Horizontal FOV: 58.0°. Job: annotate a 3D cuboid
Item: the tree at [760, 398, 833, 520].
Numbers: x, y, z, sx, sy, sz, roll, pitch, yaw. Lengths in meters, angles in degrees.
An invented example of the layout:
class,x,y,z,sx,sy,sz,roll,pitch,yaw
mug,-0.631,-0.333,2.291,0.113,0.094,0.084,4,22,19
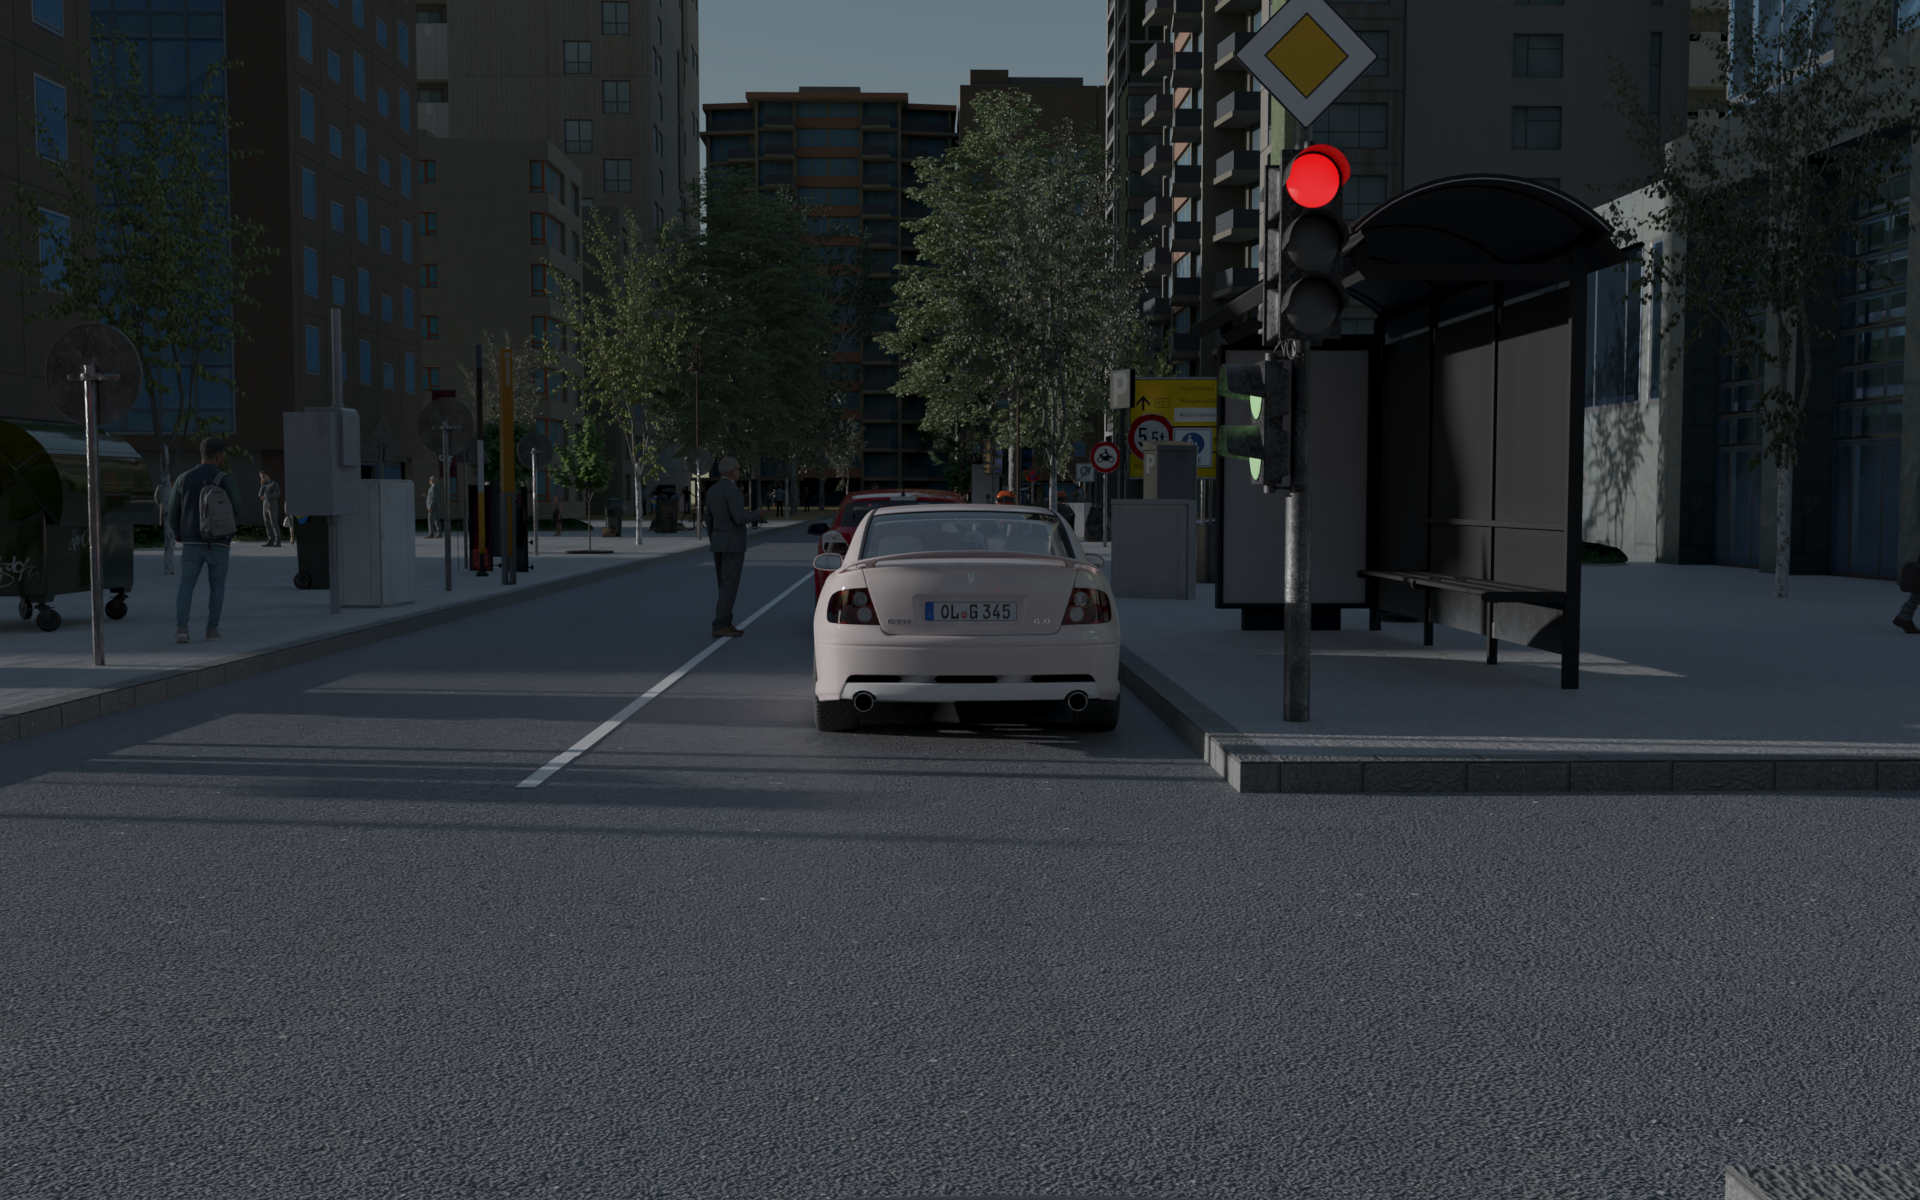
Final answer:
class,x,y,z,sx,sy,sz,roll,pitch,yaw
tree,-8.857,-8.297,86.022,4.360,8.622,3.978,0,3,0

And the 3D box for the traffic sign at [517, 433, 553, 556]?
class,x,y,z,sx,sy,sz,roll,pitch,yaw
traffic sign,-8.804,-2.190,35.906,0.768,2.556,0.104,0,4,6

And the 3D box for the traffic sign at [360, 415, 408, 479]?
class,x,y,z,sx,sy,sz,roll,pitch,yaw
traffic sign,-9.557,-1.751,28.630,0.884,2.594,0.081,0,4,8

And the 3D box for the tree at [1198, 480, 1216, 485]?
class,x,y,z,sx,sy,sz,roll,pitch,yaw
tree,9.294,-4.626,59.354,4.285,4.588,4.351,0,3,0

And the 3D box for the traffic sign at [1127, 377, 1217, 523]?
class,x,y,z,sx,sy,sz,roll,pitch,yaw
traffic sign,4.040,-2.217,30.118,2.265,3.308,0.079,0,4,2

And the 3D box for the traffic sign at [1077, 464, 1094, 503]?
class,x,y,z,sx,sy,sz,roll,pitch,yaw
traffic sign,4.202,-3.431,58.233,0.606,2.300,0.079,0,4,-1

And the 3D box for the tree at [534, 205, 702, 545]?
class,x,y,z,sx,sy,sz,roll,pitch,yaw
tree,-8.306,-5.703,43.610,4.737,8.622,4.395,0,3,0

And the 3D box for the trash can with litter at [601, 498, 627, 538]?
class,x,y,z,sx,sy,sz,roll,pitch,yaw
trash can with litter,-10.280,-2.446,51.379,0.624,1.170,1.055,0,4,1

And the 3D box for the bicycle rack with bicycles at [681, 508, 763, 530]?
class,x,y,z,sx,sy,sz,roll,pitch,yaw
bicycle rack with bicycles,-8.668,-3.050,63.249,2.925,0.926,2.852,0,4,-7

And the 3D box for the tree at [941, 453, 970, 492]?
class,x,y,z,sx,sy,sz,roll,pitch,yaw
tree,0.139,-9.215,134.384,4.285,4.588,4.351,0,3,0

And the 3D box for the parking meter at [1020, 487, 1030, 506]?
class,x,y,z,sx,sy,sz,roll,pitch,yaw
parking meter,2.326,-3.306,62.466,0.372,1.533,0.369,0,3,0

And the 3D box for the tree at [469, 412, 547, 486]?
class,x,y,z,sx,sy,sz,roll,pitch,yaw
tree,-17.276,-5.002,65.491,4.285,4.588,4.351,0,3,0

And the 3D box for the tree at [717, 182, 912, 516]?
class,x,y,z,sx,sy,sz,roll,pitch,yaw
tree,-9.249,-15.146,103.534,12.611,20.169,13.585,0,3,0

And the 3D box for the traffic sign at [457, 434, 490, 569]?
class,x,y,z,sx,sy,sz,roll,pitch,yaw
traffic sign,-8.443,-1.807,29.549,0.884,2.594,0.081,0,4,5

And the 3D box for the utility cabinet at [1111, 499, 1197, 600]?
class,x,y,z,sx,sy,sz,roll,pitch,yaw
utility cabinet,2.384,-0.622,21.335,1.020,1.237,0.306,2,4,29

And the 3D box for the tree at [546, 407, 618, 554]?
class,x,y,z,sx,sy,sz,roll,pitch,yaw
tree,-7.977,-2.630,37.607,1.663,3.219,1.824,0,3,0

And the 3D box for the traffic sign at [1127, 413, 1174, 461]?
class,x,y,z,sx,sy,sz,roll,pitch,yaw
traffic sign,3.018,-1.669,27.395,0.768,2.556,0.104,0,4,0

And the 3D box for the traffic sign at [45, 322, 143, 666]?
class,x,y,z,sx,sy,sz,roll,pitch,yaw
traffic sign,-6.447,-0.782,12.894,0.768,2.556,0.104,0,4,6

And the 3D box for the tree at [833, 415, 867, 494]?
class,x,y,z,sx,sy,sz,roll,pitch,yaw
tree,-10.709,-12.876,160.890,4.360,8.622,3.978,0,3,0

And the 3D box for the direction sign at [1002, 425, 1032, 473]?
class,x,y,z,sx,sy,sz,roll,pitch,yaw
direction sign,1.933,-3.954,56.650,0.876,3.537,0.379,1,4,20

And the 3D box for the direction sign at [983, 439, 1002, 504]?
class,x,y,z,sx,sy,sz,roll,pitch,yaw
direction sign,1.337,-4.817,70.748,0.876,3.537,0.379,2,4,28

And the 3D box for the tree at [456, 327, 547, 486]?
class,x,y,z,sx,sy,sz,roll,pitch,yaw
tree,-19.830,-7.660,75.611,4.360,8.622,3.978,0,3,0

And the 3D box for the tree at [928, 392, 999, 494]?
class,x,y,z,sx,sy,sz,roll,pitch,yaw
tree,-0.078,-14.238,158.550,9.928,11.665,9.643,0,3,0

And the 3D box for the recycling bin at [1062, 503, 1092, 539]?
class,x,y,z,sx,sy,sz,roll,pitch,yaw
recycling bin,3.332,-2.250,49.336,0.722,1.027,0.722,1,4,19

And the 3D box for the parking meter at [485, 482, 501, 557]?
class,x,y,z,sx,sy,sz,roll,pitch,yaw
parking meter,-9.485,-1.644,35.296,0.372,1.533,0.369,0,3,0

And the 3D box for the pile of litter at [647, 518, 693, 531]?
class,x,y,z,sx,sy,sz,roll,pitch,yaw
pile of litter,-10.146,-2.854,60.629,1.719,0.858,1.176,-1,4,-18

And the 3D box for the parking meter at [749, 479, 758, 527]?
class,x,y,z,sx,sy,sz,roll,pitch,yaw
parking meter,-8.026,-3.770,67.354,0.255,1.863,0.399,-1,4,-21

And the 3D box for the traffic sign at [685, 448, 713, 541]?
class,x,y,z,sx,sy,sz,roll,pitch,yaw
traffic sign,-7.193,-2.915,47.764,0.768,2.556,0.104,0,4,4

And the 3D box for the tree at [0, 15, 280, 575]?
class,x,y,z,sx,sy,sz,roll,pitch,yaw
tree,-12.565,-4.689,27.029,4.737,8.622,4.395,0,3,0

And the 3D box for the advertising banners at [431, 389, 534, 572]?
class,x,y,z,sx,sy,sz,roll,pitch,yaw
advertising banners,-7.955,-1.993,28.773,2.074,3.025,0.090,2,4,26

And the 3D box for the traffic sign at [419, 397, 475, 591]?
class,x,y,z,sx,sy,sz,roll,pitch,yaw
traffic sign,-6.764,-1.390,22.829,0.768,2.556,0.104,0,4,6

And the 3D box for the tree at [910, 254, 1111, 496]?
class,x,y,z,sx,sy,sz,roll,pitch,yaw
tree,2.506,-7.955,64.473,7.601,10.594,8.767,1,4,9

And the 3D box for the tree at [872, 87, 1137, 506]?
class,x,y,z,sx,sy,sz,roll,pitch,yaw
tree,1.379,-8.036,49.509,7.486,12.596,7.792,0,3,0

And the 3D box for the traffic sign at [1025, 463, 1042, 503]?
class,x,y,z,sx,sy,sz,roll,pitch,yaw
traffic sign,2.980,-4.342,71.096,0.768,2.556,0.104,0,4,5

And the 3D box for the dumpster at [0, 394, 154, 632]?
class,x,y,z,sx,sy,sz,roll,pitch,yaw
dumpster,-8.993,-0.875,16.800,1.502,2.255,1.985,0,4,-1

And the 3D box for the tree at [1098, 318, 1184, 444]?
class,x,y,z,sx,sy,sz,roll,pitch,yaw
tree,7.799,-7.435,71.921,4.737,8.622,4.395,0,3,0

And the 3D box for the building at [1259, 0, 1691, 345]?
class,x,y,z,sx,sy,sz,roll,pitch,yaw
building,18.892,-23.502,67.857,14.154,41.232,14.086,0,4,-1

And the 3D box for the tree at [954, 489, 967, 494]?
class,x,y,z,sx,sy,sz,roll,pitch,yaw
tree,0.061,-9.062,142.773,1.663,3.219,1.824,0,3,0

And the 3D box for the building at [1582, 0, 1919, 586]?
class,x,y,z,sx,sy,sz,roll,pitch,yaw
building,28.509,-43.764,28.209,31.000,86.520,22.319,0,4,-1

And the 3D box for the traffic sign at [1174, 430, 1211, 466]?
class,x,y,z,sx,sy,sz,roll,pitch,yaw
traffic sign,3.607,-1.517,26.932,0.606,2.300,0.079,0,4,2

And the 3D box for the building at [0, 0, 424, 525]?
class,x,y,z,sx,sy,sz,roll,pitch,yaw
building,-28.053,-25.097,60.441,14.600,45.320,14.200,0,4,-1

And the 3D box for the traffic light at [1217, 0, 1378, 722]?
class,x,y,z,sx,sy,sz,roll,pitch,yaw
traffic light,1.887,-1.271,9.696,0.839,4.253,0.868,0,4,-1

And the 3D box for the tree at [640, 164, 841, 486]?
class,x,y,z,sx,sy,sz,roll,pitch,yaw
tree,-7.766,-8.699,60.360,7.486,12.596,7.792,0,3,0

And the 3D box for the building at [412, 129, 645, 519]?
class,x,y,z,sx,sy,sz,roll,pitch,yaw
building,-34.192,-15.508,98.594,27.650,21.520,28.899,0,4,-1

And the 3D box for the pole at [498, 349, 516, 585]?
class,x,y,z,sx,sy,sz,roll,pitch,yaw
pole,-6.383,-1.870,24.419,0.158,3.312,0.155,0,3,0

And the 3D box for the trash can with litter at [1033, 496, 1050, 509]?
class,x,y,z,sx,sy,sz,roll,pitch,yaw
trash can with litter,2.803,-2.437,50.906,2.233,1.210,1.678,0,4,6

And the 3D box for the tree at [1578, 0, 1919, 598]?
class,x,y,z,sx,sy,sz,roll,pitch,yaw
tree,9.970,-4.338,21.291,4.360,8.622,3.978,0,3,0

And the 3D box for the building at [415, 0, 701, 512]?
class,x,y,z,sx,sy,sz,roll,pitch,yaw
building,-34.746,-33.309,133.837,27.495,52.752,28.713,0,4,-1

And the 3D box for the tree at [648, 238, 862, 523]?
class,x,y,z,sx,sy,sz,roll,pitch,yaw
tree,-9.043,-9.709,75.747,9.611,12.733,9.660,0,3,0

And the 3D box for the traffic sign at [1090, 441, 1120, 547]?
class,x,y,z,sx,sy,sz,roll,pitch,yaw
traffic sign,3.498,-2.543,41.687,0.768,2.556,0.104,0,4,1

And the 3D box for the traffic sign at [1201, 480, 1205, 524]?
class,x,y,z,sx,sy,sz,roll,pitch,yaw
traffic sign,4.950,-2.152,35.288,0.768,2.556,0.104,0,4,1

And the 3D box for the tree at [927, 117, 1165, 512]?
class,x,y,z,sx,sy,sz,roll,pitch,yaw
tree,1.572,-5.068,33.227,4.360,8.622,3.978,0,3,0
